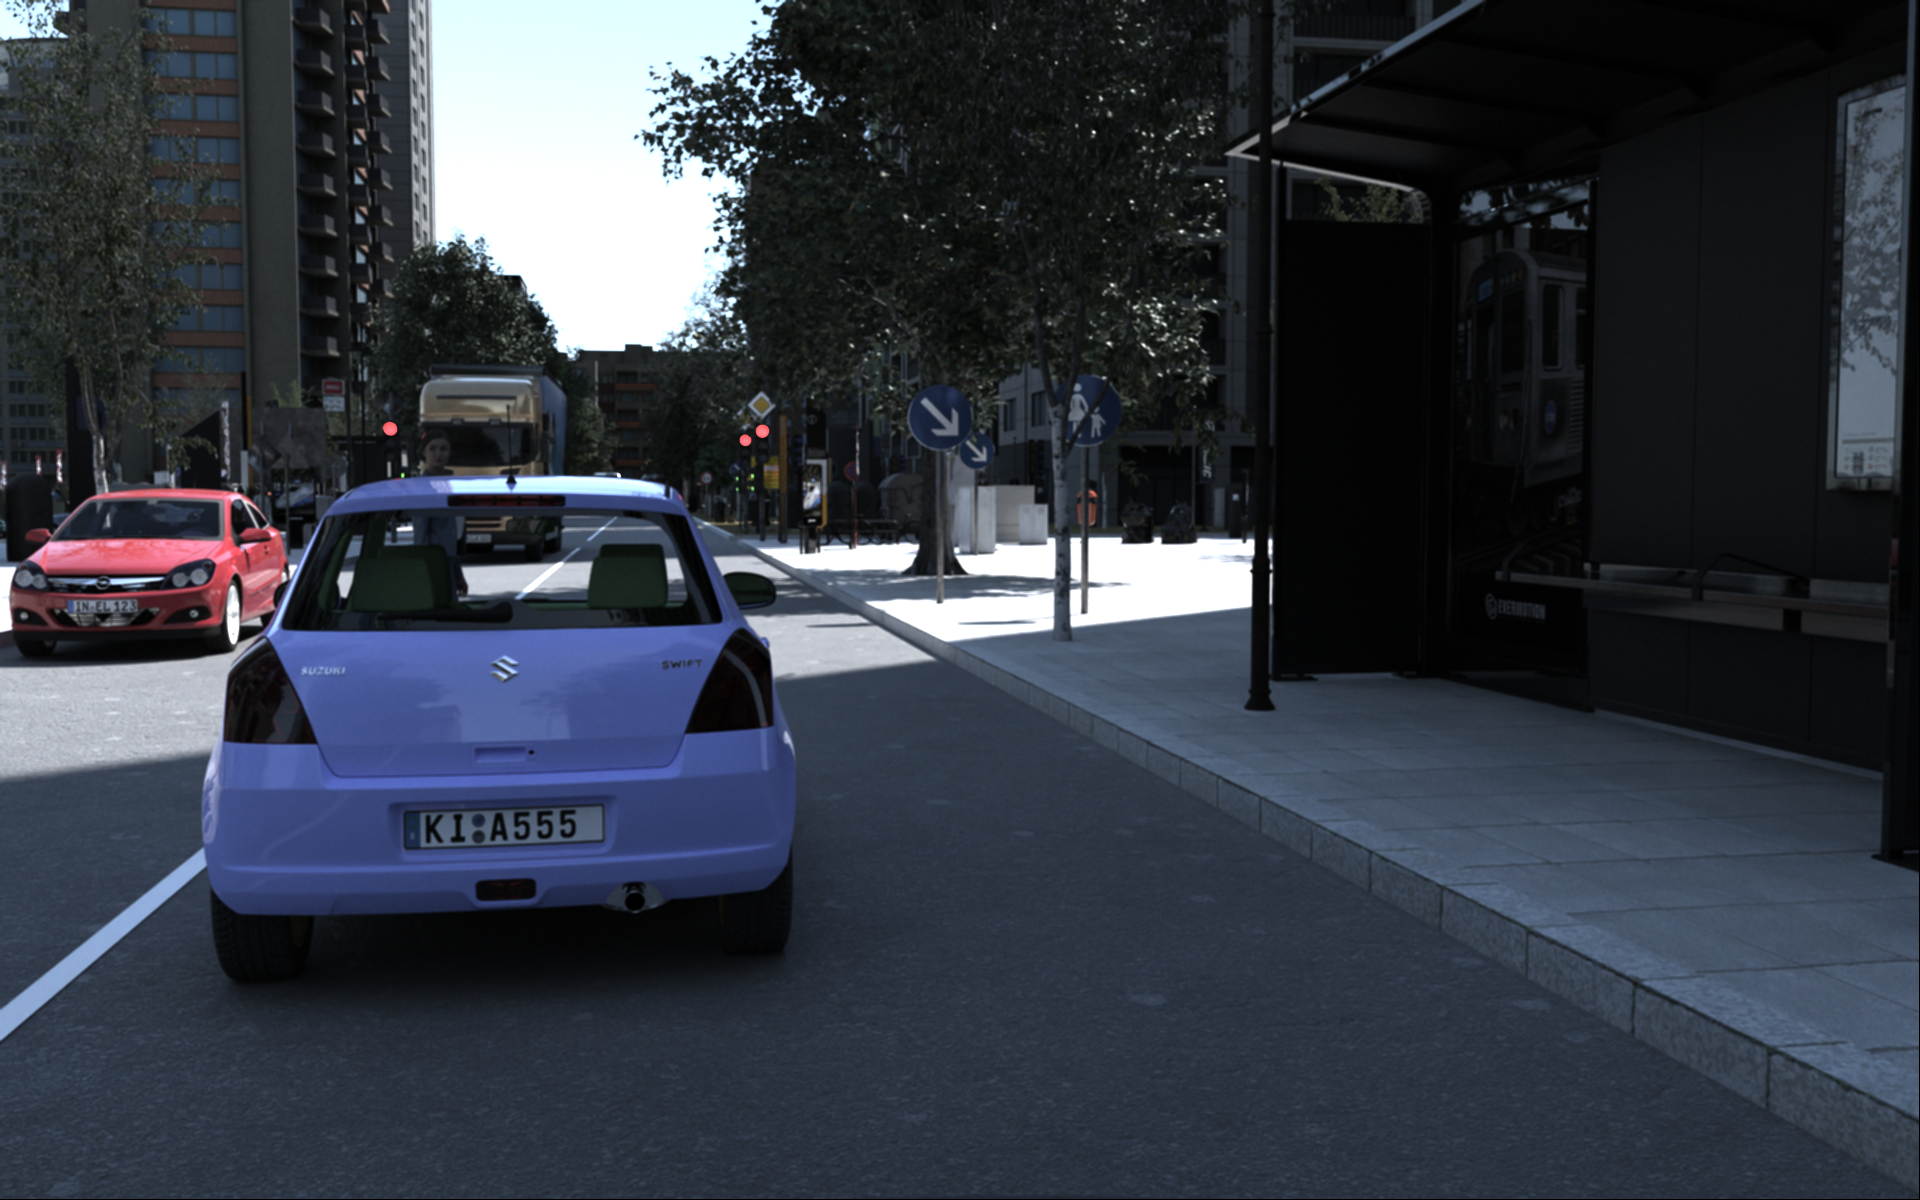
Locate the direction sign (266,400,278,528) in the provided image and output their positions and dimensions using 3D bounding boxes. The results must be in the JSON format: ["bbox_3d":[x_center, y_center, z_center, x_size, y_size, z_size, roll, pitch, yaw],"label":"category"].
[{"bbox_3d":[-16.703,-3.066,42.129,0.379,3.537,0.876,-3,4,-38],"label":"direction sign"}]

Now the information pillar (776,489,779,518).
[{"bbox_3d":[-9.683,-5.418,93.069,0.304,2.012,0.304,3,5,41],"label":"information pillar"}]

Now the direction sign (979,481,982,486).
[{"bbox_3d":[0.486,-3.001,41.071,0.379,3.537,0.876,0,4,5],"label":"direction sign"}]

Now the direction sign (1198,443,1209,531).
[{"bbox_3d":[8.420,-4.141,59.707,0.379,3.537,0.876,3,4,37],"label":"direction sign"}]

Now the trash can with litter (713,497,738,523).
[{"bbox_3d":[-10.362,-3.981,76.471,1.055,1.170,0.624,0,4,6],"label":"trash can with litter"}]

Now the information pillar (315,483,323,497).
[{"bbox_3d":[-25.029,-3.859,67.594,0.304,2.012,0.304,1,4,18],"label":"information pillar"}]

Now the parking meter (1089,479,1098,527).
[{"bbox_3d":[5.117,-3.757,67.136,0.399,1.863,0.255,2,4,29],"label":"parking meter"}]

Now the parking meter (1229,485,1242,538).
[{"bbox_3d":[8.017,-2.566,50.371,0.372,1.533,0.369,0,3,0],"label":"parking meter"}]

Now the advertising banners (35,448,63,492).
[{"bbox_3d":[-34.160,-4.207,64.969,0.090,3.025,2.074,0,4,1],"label":"advertising banners"}]

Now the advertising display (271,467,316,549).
[{"bbox_3d":[-15.584,-2.159,40.519,0.974,1.923,0.123,-2,4,-34],"label":"advertising display"}]

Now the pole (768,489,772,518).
[{"bbox_3d":[-10.343,-6.136,94.164,0.158,3.312,0.155,0,3,0],"label":"pole"}]

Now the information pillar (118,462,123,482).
[{"bbox_3d":[-59.082,-7.987,121.948,0.504,3.616,0.183,2,4,32],"label":"information pillar"}]

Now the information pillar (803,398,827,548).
[{"bbox_3d":[-3.443,-3.062,41.421,0.504,3.616,0.183,0,4,-2],"label":"information pillar"}]

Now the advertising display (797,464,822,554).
[{"bbox_3d":[-3.219,-1.955,37.179,0.123,1.923,0.974,1,4,21],"label":"advertising display"}]

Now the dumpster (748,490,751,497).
[{"bbox_3d":[-14.069,-7.279,121.500,1.502,2.255,1.985,-1,4,-10],"label":"dumpster"}]

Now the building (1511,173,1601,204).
[{"bbox_3d":[45.225,-33.360,87.442,28.212,58.520,21.231,-1,4,-10],"label":"building"}]

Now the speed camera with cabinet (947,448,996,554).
[{"bbox_3d":[0.228,-2.658,37.798,0.660,3.252,2.038,-1,4,-16],"label":"speed camera with cabinet"}]

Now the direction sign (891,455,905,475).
[{"bbox_3d":[-3.620,-6.686,101.315,0.876,3.537,0.379,1,4,16],"label":"direction sign"}]

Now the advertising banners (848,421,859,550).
[{"bbox_3d":[-2.481,-2.725,40.748,0.090,3.025,2.074,0,4,2],"label":"advertising banners"}]

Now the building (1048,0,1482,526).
[{"bbox_3d":[13.816,-39.167,78.639,20.611,71.187,20.563,-1,4,-10],"label":"building"}]

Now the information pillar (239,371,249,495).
[{"bbox_3d":[-13.736,-2.563,33.257,0.183,3.616,0.504,-2,4,-28],"label":"information pillar"}]

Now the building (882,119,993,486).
[{"bbox_3d":[4.352,-41.797,121.635,20.563,71.187,20.611,-1,4,-10],"label":"building"}]

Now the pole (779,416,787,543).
[{"bbox_3d":[-4.596,-3.132,45.052,0.158,3.312,0.155,0,3,0],"label":"pole"}]

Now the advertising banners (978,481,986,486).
[{"bbox_3d":[1.670,-4.986,77.716,2.074,3.025,0.090,0,4,-4],"label":"advertising banners"}]

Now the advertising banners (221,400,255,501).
[{"bbox_3d":[-13.347,-2.191,32.008,0.090,3.025,2.074,-3,4,-36],"label":"advertising banners"}]

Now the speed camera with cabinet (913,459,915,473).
[{"bbox_3d":[-2.682,-6.277,96.957,0.660,3.252,2.038,1,4,23],"label":"speed camera with cabinet"}]

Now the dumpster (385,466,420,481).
[{"bbox_3d":[-18.961,-3.467,59.179,1.502,2.255,1.985,-1,4,-10],"label":"dumpster"}]

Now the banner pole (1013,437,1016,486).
[{"bbox_3d":[2.391,-5.254,75.912,0.401,3.779,0.863,0,4,1],"label":"banner pole"}]

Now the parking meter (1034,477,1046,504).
[{"bbox_3d":[2.703,-3.232,58.555,0.399,1.863,0.255,0,4,-4],"label":"parking meter"}]

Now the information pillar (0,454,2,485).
[{"bbox_3d":[-56.903,-6.806,102.625,0.504,3.616,0.183,2,4,27],"label":"information pillar"}]

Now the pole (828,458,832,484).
[{"bbox_3d":[-7.330,-6.350,97.671,0.158,3.312,0.155,0,3,0],"label":"pole"}]

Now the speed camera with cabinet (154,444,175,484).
[{"bbox_3d":[-31.639,-4.596,69.475,0.660,3.252,2.038,0,4,-4],"label":"speed camera with cabinet"}]

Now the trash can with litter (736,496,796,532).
[{"bbox_3d":[-6.762,-2.992,59.972,2.233,1.210,1.678,-1,4,-17],"label":"trash can with litter"}]

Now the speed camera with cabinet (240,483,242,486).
[{"bbox_3d":[-47.784,-7.338,114.315,2.038,3.252,0.660,0,4,-5],"label":"speed camera with cabinet"}]

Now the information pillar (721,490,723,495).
[{"bbox_3d":[-17.662,-8.365,128.123,0.183,3.616,0.504,1,4,20],"label":"information pillar"}]

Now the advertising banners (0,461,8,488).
[{"bbox_3d":[-50.114,-5.724,89.779,2.074,3.025,0.090,1,4,16],"label":"advertising banners"}]

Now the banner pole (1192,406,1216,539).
[{"bbox_3d":[6.880,-3.625,49.281,0.863,3.779,0.401,0,4,3],"label":"banner pole"}]

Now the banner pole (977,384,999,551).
[{"bbox_3d":[0.583,-3.026,39.498,0.401,3.779,0.863,-2,4,-29],"label":"banner pole"}]

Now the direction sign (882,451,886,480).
[{"bbox_3d":[-4.047,-6.080,91.408,0.379,3.537,0.876,0,4,-8],"label":"direction sign"}]

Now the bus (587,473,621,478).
[{"bbox_3d":[-29.958,-9.242,145.959,2.948,3.499,13.247,-1,4,-9],"label":"bus"}]

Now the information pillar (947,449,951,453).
[{"bbox_3d":[-0.469,-4.829,70.305,0.183,3.616,0.504,-3,4,-38],"label":"information pillar"}]

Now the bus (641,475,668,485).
[{"bbox_3d":[-30.204,-10.751,170.633,2.948,3.499,13.247,-1,4,-11],"label":"bus"}]

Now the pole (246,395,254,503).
[{"bbox_3d":[-14.701,-2.566,35.799,0.158,3.312,0.155,0,3,0],"label":"pole"}]

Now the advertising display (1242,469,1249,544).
[{"bbox_3d":[7.449,-2.449,45.256,0.123,1.923,0.974,1,4,12],"label":"advertising display"}]

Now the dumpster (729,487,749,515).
[{"bbox_3d":[-13.951,-6.338,109.390,1.264,1.857,1.865,-1,4,-10],"label":"dumpster"}]

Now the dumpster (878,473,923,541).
[{"bbox_3d":[-1.525,-2.570,47.776,1.264,1.857,1.865,-1,4,-10],"label":"dumpster"}]

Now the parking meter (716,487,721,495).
[{"bbox_3d":[-14.795,-6.136,106.039,0.255,1.863,0.399,-1,4,-16],"label":"parking meter"}]

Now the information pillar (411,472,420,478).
[{"bbox_3d":[-18.066,-3.260,57.801,0.304,2.012,0.304,2,4,35],"label":"information pillar"}]

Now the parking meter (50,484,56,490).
[{"bbox_3d":[-50.905,-5.598,97.240,0.399,1.863,0.255,0,4,-5],"label":"parking meter"}]
